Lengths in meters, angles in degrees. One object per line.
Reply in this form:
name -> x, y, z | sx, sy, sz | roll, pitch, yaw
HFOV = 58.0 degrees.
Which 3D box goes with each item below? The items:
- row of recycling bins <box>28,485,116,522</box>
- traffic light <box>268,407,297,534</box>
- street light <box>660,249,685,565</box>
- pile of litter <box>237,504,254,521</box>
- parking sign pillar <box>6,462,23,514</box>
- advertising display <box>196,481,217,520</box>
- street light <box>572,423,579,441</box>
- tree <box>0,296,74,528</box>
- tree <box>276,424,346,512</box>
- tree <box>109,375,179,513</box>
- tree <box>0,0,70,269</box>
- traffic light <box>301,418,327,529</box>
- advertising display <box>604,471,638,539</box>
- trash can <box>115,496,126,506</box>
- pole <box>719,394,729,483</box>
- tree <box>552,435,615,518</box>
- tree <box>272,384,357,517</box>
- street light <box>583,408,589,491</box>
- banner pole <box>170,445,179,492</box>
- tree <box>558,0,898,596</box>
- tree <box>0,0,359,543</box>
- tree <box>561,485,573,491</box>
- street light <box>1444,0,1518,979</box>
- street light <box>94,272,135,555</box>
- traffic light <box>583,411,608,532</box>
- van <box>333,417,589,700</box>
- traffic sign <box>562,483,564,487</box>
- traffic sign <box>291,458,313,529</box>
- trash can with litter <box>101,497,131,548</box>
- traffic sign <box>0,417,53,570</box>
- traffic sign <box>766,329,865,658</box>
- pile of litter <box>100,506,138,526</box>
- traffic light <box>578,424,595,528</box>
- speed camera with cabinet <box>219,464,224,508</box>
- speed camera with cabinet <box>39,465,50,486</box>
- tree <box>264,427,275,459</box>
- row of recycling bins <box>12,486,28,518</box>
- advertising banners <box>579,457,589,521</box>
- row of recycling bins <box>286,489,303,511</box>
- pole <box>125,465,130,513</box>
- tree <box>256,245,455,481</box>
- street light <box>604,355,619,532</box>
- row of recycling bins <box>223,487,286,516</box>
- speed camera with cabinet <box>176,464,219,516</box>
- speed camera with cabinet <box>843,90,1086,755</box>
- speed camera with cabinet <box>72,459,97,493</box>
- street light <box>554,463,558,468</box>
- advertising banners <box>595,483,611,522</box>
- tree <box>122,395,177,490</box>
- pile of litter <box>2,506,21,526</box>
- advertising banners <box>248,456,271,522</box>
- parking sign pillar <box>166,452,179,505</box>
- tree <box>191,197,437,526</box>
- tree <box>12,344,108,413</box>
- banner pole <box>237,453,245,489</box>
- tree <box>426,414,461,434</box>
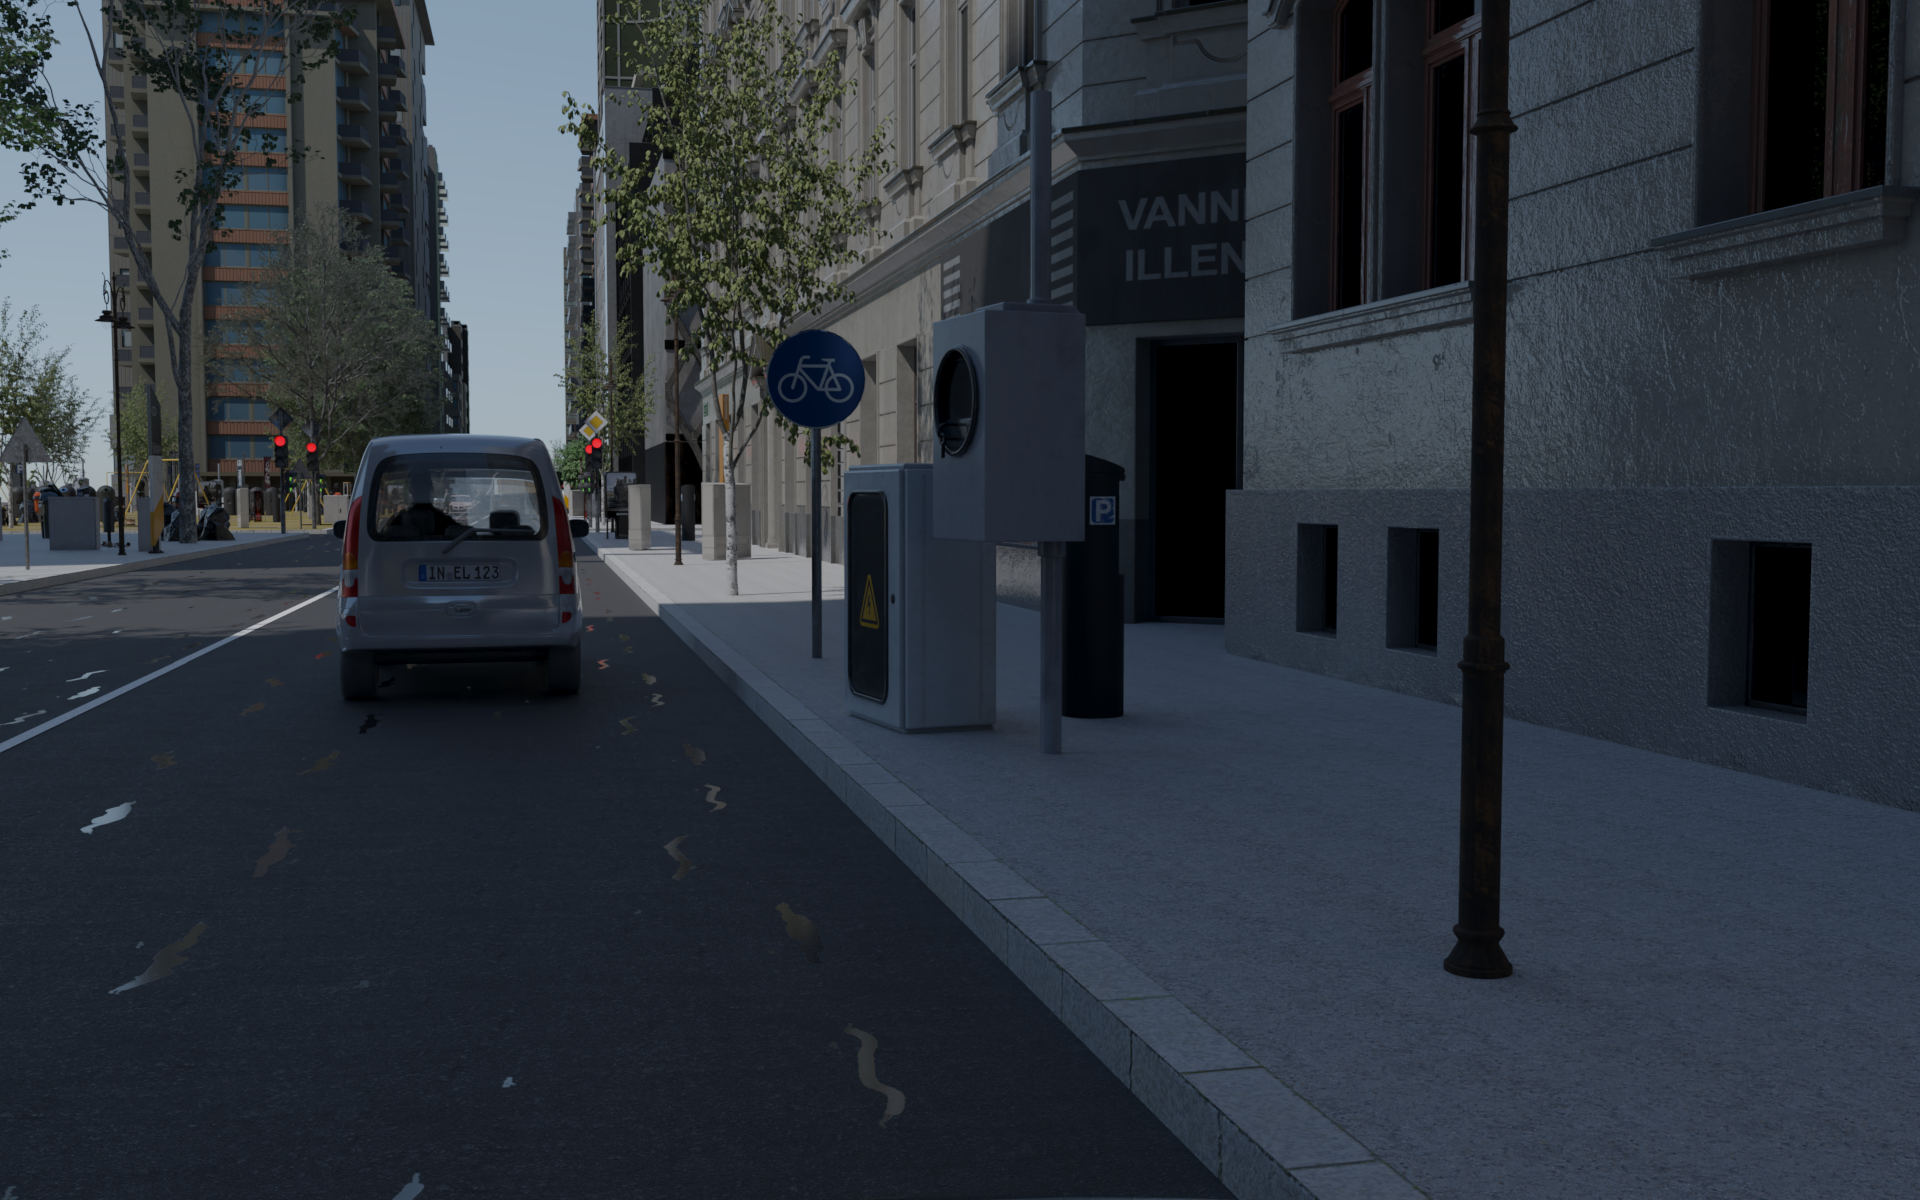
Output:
row of recycling bins -> -40.884, -4.463, 80.084 | 3.534, 1.692, 1.069 | 0, 4, -6
traffic light -> -21.853, -4.095, 55.877 | 0.839, 4.253, 0.868 | -1, 4, -14
street light -> -5.085, -3.567, 31.114 | 0.468, 5.910, 1.993 | -1, 4, -14
pile of litter -> -34.396, -4.268, 83.751 | 1.176, 0.858, 1.719 | 0, 4, 0
parking sign pillar -> -58.711, -7.310, 107.995 | 1.447, 3.967, 1.447 | 3, 4, 37
advertising display -> -36.255, -4.782, 83.400 | 0.123, 1.923, 0.974 | 3, 4, 39
street light -> -24.702, -8.473, 111.317 | 0.468, 5.910, 1.993 | -1, 4, -14
tree -> -35.712, -7.032, 65.339 | 4.737, 8.622, 4.395 | 0, 3, 0
tree -> -42.163, -10.004, 113.925 | 4.737, 8.622, 4.395 | 0, 3, 0
tree -> -50.561, -9.673, 108.514 | 4.737, 8.622, 4.395 | 0, 3, 0
tree -> -15.532, -5.929, 22.698 | 9.928, 11.665, 9.643 | 0, 3, 0
traffic light -> -23.748, -4.570, 63.635 | 0.839, 4.253, 0.868 | -1, 4, -14
advertising display -> -9.659, -2.700, 49.362 | 0.974, 1.923, 0.123 | -2, 4, -33
trash can -> -50.417, -5.643, 103.911 | 0.748, 1.137, 0.748 | 0, 3, 0
pole -> -4.822, -2.546, 35.466 | 0.158, 3.312, 0.155 | 0, 3, 0
tree -> -20.202, -6.681, 92.944 | 4.285, 4.588, 4.351 | 0, 3, 0
tree -> -36.386, -8.981, 97.206 | 4.360, 8.622, 3.978 | 0, 3, 0
street light -> -18.217, -6.863, 85.000 | 0.468, 5.910, 1.993 | -1, 4, -14
banner pole -> -41.008, -6.154, 90.642 | 0.401, 3.779, 0.863 | 1, 4, 22
tree -> -2.842, -4.347, 21.428 | 4.737, 8.622, 4.395 | 0, 3, 0
tree -> -21.505, -11.574, 45.117 | 12.611, 20.169, 13.585 | 0, 3, 0
tree -> -42.724, -11.927, 189.614 | 1.663, 3.219, 1.824 | 0, 3, 0
street light -> 1.395, -1.939, 4.486 | 0.468, 5.910, 1.993 | -1, 4, -14
street light -> -17.592, -3.877, 36.184 | 0.468, 5.910, 1.993 | -1, 4, -14
traffic light -> -12.228, -4.239, 58.235 | 0.839, 4.253, 0.868 | -1, 4, -14
van -> -3.897, -0.402, 13.578 | 2.013, 2.044, 4.112 | -1, 4, -15
traffic sign -> -31.023, -8.362, 136.729 | 0.884, 2.594, 0.081 | 0, 4, -6
traffic sign -> -23.869, -3.833, 62.677 | 0.884, 2.594, 0.081 | -1, 4, -11
trash can with litter -> -20.766, -1.895, 42.049 | 1.678, 1.210, 2.233 | -2, 4, -29
traffic sign -> -15.772, -1.787, 29.229 | 0.884, 2.594, 0.081 | 0, 4, -6
traffic sign -> -1.119, -0.819, 13.496 | 0.768, 2.556, 0.104 | 0, 4, -5
pile of litter -> -33.965, -3.441, 70.218 | 1.719, 0.858, 1.176 | -2, 4, -23
traffic light -> -14.122, -4.714, 65.993 | 0.839, 4.253, 0.868 | -1, 4, -14
speed camera with cabinet -> -48.012, -7.243, 112.766 | 0.660, 3.252, 2.038 | 0, 4, 7
speed camera with cabinet -> -61.985, -7.601, 118.606 | 2.038, 3.252, 0.660 | 1, 4, 11
tree -> -47.546, -10.612, 123.875 | 4.737, 8.622, 4.395 | 0, 3, 0
row of recycling bins -> -50.479, -5.317, 94.046 | 1.069, 1.692, 3.534 | 0, 4, -7
advertising banners -> -17.927, -5.301, 82.853 | 0.090, 3.025, 2.074 | 0, 4, 2
row of recycling bins -> -50.754, -7.605, 131.459 | 1.069, 1.692, 3.534 | 1, 4, 13
pole -> -57.790, -7.731, 120.239 | 0.158, 3.312, 0.155 | 0, 3, 0
tree -> -30.530, -11.058, 87.451 | 9.857, 13.997, 8.962 | 0, 3, 0
street light -> -11.624, -5.199, 57.790 | 0.468, 5.910, 1.993 | -1, 4, -14
row of recycling bins -> -42.417, -5.903, 103.622 | 3.534, 1.692, 1.069 | 1, 4, 9
speed camera with cabinet -> -43.914, -6.431, 99.488 | 2.038, 3.252, 0.660 | 0, 4, -3
speed camera with cabinet -> -0.038, -0.908, 9.175 | 0.660, 3.252, 2.038 | -1, 4, -23
speed camera with cabinet -> -48.997, -6.319, 97.652 | 0.660, 3.252, 2.038 | 1, 4, 20
street light -> -49.545, -14.694, 213.038 | 0.468, 5.910, 1.993 | -1, 4, -14
advertising banners -> -16.297, -5.060, 78.912 | 0.090, 3.025, 2.074 | 1, 4, 10
tree -> -59.973, -10.886, 128.345 | 4.360, 8.622, 3.978 | 0, 3, 0
pile of litter -> -39.050, -3.443, 70.261 | 1.719, 0.858, 1.176 | -2, 4, -32
advertising banners -> -32.496, -5.128, 80.031 | 0.090, 3.025, 2.074 | 1, 4, 18
parking sign pillar -> -50.840, -7.581, 112.420 | 1.447, 3.967, 1.447 | 1, 4, 17
tree -> -26.319, -9.820, 70.921 | 12.009, 13.543, 11.850 | 0, 3, 0
tree -> -44.724, -8.265, 85.493 | 4.360, 8.622, 3.978 | 0, 3, 0
banner pole -> -43.988, -7.099, 106.085 | 0.863, 3.779, 0.401 | 2, 4, 28
tree -> -46.157, -12.471, 154.257 | 4.360, 8.622, 3.978 | 0, 3, 0
